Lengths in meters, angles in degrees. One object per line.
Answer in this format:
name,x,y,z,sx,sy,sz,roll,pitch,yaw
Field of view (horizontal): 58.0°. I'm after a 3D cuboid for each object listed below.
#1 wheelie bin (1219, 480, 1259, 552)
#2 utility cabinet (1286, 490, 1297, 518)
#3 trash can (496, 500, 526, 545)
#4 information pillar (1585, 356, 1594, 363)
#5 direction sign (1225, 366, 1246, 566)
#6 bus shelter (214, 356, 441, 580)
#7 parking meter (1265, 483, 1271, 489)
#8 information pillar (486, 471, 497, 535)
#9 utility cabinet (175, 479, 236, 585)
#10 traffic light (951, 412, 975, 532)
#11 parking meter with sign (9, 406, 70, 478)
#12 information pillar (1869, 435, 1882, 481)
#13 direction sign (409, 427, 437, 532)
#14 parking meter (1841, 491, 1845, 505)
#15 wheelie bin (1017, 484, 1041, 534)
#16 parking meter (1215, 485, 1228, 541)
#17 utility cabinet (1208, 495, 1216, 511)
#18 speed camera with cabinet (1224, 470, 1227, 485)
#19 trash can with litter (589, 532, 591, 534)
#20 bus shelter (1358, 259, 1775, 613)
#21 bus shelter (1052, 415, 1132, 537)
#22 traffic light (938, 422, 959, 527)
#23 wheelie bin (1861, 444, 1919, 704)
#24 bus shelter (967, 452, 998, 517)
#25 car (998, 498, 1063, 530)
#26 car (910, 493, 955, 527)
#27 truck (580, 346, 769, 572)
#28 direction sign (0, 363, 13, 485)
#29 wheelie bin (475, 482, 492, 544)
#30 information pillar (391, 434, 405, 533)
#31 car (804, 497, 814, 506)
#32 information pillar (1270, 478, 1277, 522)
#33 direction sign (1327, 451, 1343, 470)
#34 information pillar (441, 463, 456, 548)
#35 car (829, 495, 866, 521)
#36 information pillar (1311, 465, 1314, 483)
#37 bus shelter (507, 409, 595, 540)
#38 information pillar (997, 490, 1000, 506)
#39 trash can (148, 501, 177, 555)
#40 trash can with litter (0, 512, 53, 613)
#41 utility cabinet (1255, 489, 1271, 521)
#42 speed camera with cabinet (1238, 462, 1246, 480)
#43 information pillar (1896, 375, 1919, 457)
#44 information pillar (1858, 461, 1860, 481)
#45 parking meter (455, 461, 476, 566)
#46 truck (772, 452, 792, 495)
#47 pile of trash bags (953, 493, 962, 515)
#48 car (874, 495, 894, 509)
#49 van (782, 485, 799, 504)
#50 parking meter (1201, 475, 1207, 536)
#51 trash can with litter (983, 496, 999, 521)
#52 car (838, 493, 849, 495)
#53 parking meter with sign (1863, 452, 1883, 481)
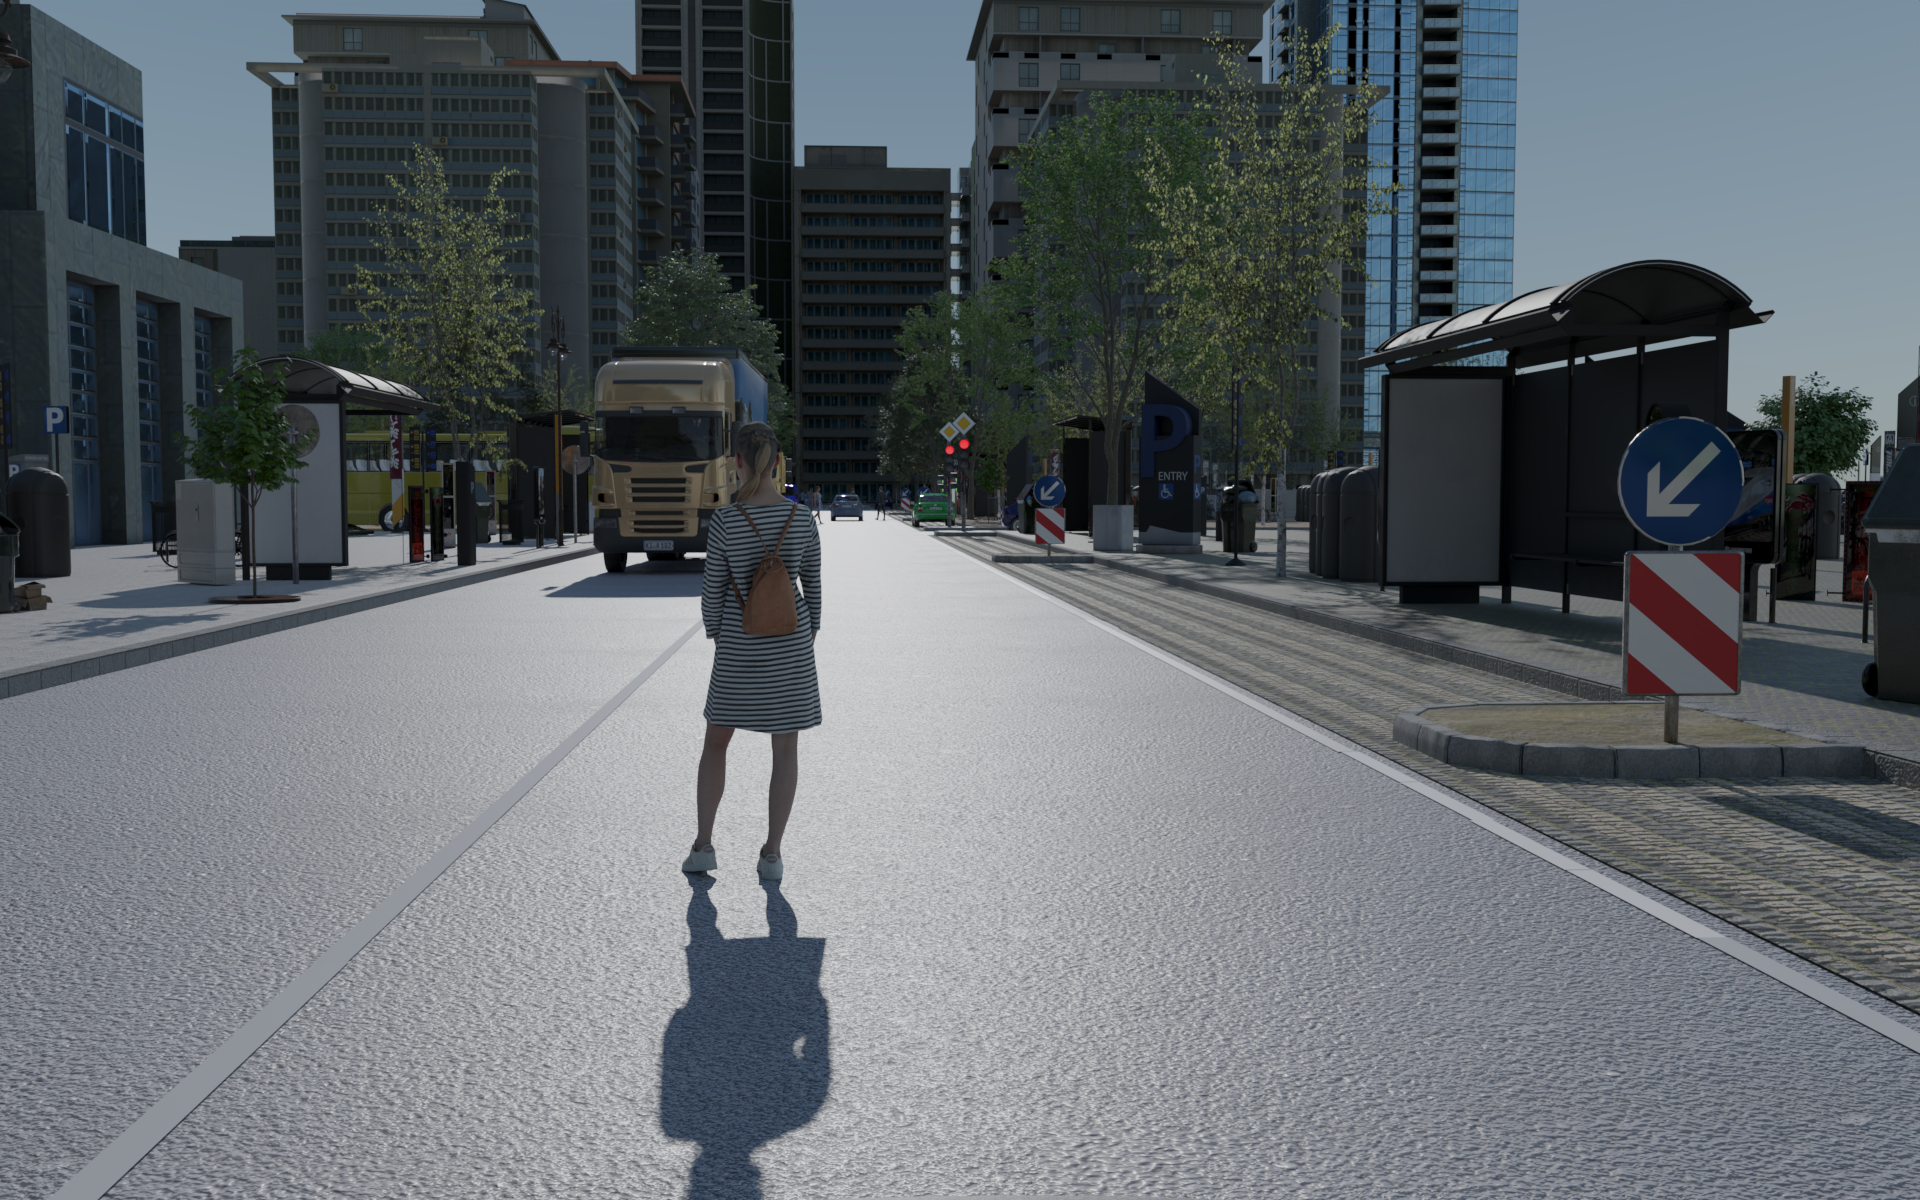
wheelie bin,6.171,-1.854,38.219,0.980,1.594,0.693,3,5,44
utility cabinet,17.652,-5.090,91.894,1.173,1.500,0.318,1,4,12
trash can,-11.295,-1.954,43.594,0.748,1.137,0.748,0,3,0
information pillar,10.591,-2.291,28.810,0.504,3.616,0.183,2,4,32
direction sign,4.949,-2.384,30.981,0.379,3.537,0.876,1,4,20
bus shelter,-10.088,-2.096,28.187,2.014,3.302,5.546,0,4,-4
parking meter,15.820,-5.086,88.870,0.255,1.863,0.399,-2,4,-35
information pillar,-14.658,-3.038,54.168,0.304,2.012,0.304,-1,4,-11
utility cabinet,-10.697,-0.969,24.518,1.173,1.500,0.318,3,5,42
traffic light,0.107,-4.302,59.258,0.839,4.253,0.868,0,4,-4
parking meter with sign,-18.066,-2.278,33.506,0.543,3.016,1.738,1,4,14
information pillar,36.554,-4.760,69.184,0.504,3.616,0.183,-1,4,-19
direction sign,-18.068,-4.057,58.321,0.876,3.537,0.379,-2,4,-28
parking meter,52.191,-5.734,102.161,0.372,1.533,0.369,0,3,0
wheelie bin,2.262,-2.975,56.549,0.693,1.594,0.980,-1,4,-19
parking meter,7.148,-2.369,47.140,0.372,1.533,0.369,0,3,0
utility cabinet,14.141,-5.384,99.188,1.020,1.237,0.306,1,4,15
speed camera with cabinet,20.887,-8.439,132.314,2.038,3.252,0.660,2,4,31
trash can with litter,-11.837,-2.758,56.144,1.678,1.210,2.233,1,4,21
bus shelter,5.858,-1.456,17.733,2.014,3.302,5.546,0,4,-4
bus shelter,4.115,-3.862,54.423,1.731,3.624,6.357,0,4,-4
traffic light,-0.433,-4.789,67.225,0.839,4.253,0.868,0,4,-4
wheelie bin,6.047,-0.171,10.697,0.693,1.594,0.980,-1,4,-21
bus shelter,1.095,-6.568,98.669,1.731,3.624,6.357,0,4,-4
car,3.355,-3.045,62.373,3.894,1.354,1.945,0,4,-3
car,-1.193,-4.121,76.177,1.959,1.807,4.718,0,4,-4
truck,-5.499,-2.833,35.230,2.839,4.237,11.283,0,4,-2
direction sign,-16.665,-2.341,30.274,0.379,3.537,0.876,-3,5,-40
wheelie bin,-12.641,-2.267,44.968,0.693,1.594,0.980,2,4,25
information pillar,-18.560,-4.023,57.133,0.504,3.616,0.183,2,4,28
car,-17.913,-12.188,208.870,1.945,1.707,3.694,0,4,-4
information pillar,14.442,-4.581,79.395,0.304,2.012,0.304,-3,5,-43
direction sign,19.667,-6.045,90.826,0.876,3.537,0.379,-1,4,-12
information pillar,-12.144,-2.241,41.129,0.304,2.012,0.304,-1,4,-17
car,-6.124,-5.009,93.894,2.014,1.417,4.499,0,4,-3
information pillar,28.380,-9.061,139.502,0.183,3.616,0.504,0,4,-2
bus shelter,-11.923,-3.662,51.153,1.731,3.624,6.357,0,4,-4
information pillar,2.680,-7.348,124.634,0.304,2.012,0.304,-3,5,-39
trash can,-16.787,-1.531,36.693,0.748,1.137,0.748,0,3,0
trash can with litter,-10.454,-0.457,18.857,0.624,1.170,1.055,0,4,7
utility cabinet,14.301,-4.485,82.007,1.173,1.500,0.318,2,4,29
speed camera with cabinet,17.952,-6.857,106.449,2.038,3.252,0.660,3,4,39
information pillar,18.310,-2.571,33.383,0.183,3.616,0.504,-3,4,-37
information pillar,62.597,-7.908,120.657,0.183,3.616,0.504,2,4,35
parking meter,-8.878,-1.555,31.131,0.255,1.863,0.399,0,4,1
truck,-8.979,-4.860,75.382,3.469,3.379,9.791,0,4,-5
pile of trash bags,0.346,-6.012,108.053,1.912,1.369,3.447,1,4,10
car,-7.242,-9.297,164.589,1.945,1.354,3.894,0,4,-2
van,-11.337,-6.483,110.386,2.240,2.365,5.245,0,4,-3
parking meter,7.383,-2.914,53.355,0.399,1.863,0.255,-1,4,-22
trash can with litter,1.996,-4.498,84.599,2.233,1.210,1.678,0,4,-6
car,-13.030,-11.253,193.581,1.945,1.707,3.694,0,4,-3
parking meter with sign,38.459,-4.623,71.846,1.738,3.016,0.543,1,4,15
